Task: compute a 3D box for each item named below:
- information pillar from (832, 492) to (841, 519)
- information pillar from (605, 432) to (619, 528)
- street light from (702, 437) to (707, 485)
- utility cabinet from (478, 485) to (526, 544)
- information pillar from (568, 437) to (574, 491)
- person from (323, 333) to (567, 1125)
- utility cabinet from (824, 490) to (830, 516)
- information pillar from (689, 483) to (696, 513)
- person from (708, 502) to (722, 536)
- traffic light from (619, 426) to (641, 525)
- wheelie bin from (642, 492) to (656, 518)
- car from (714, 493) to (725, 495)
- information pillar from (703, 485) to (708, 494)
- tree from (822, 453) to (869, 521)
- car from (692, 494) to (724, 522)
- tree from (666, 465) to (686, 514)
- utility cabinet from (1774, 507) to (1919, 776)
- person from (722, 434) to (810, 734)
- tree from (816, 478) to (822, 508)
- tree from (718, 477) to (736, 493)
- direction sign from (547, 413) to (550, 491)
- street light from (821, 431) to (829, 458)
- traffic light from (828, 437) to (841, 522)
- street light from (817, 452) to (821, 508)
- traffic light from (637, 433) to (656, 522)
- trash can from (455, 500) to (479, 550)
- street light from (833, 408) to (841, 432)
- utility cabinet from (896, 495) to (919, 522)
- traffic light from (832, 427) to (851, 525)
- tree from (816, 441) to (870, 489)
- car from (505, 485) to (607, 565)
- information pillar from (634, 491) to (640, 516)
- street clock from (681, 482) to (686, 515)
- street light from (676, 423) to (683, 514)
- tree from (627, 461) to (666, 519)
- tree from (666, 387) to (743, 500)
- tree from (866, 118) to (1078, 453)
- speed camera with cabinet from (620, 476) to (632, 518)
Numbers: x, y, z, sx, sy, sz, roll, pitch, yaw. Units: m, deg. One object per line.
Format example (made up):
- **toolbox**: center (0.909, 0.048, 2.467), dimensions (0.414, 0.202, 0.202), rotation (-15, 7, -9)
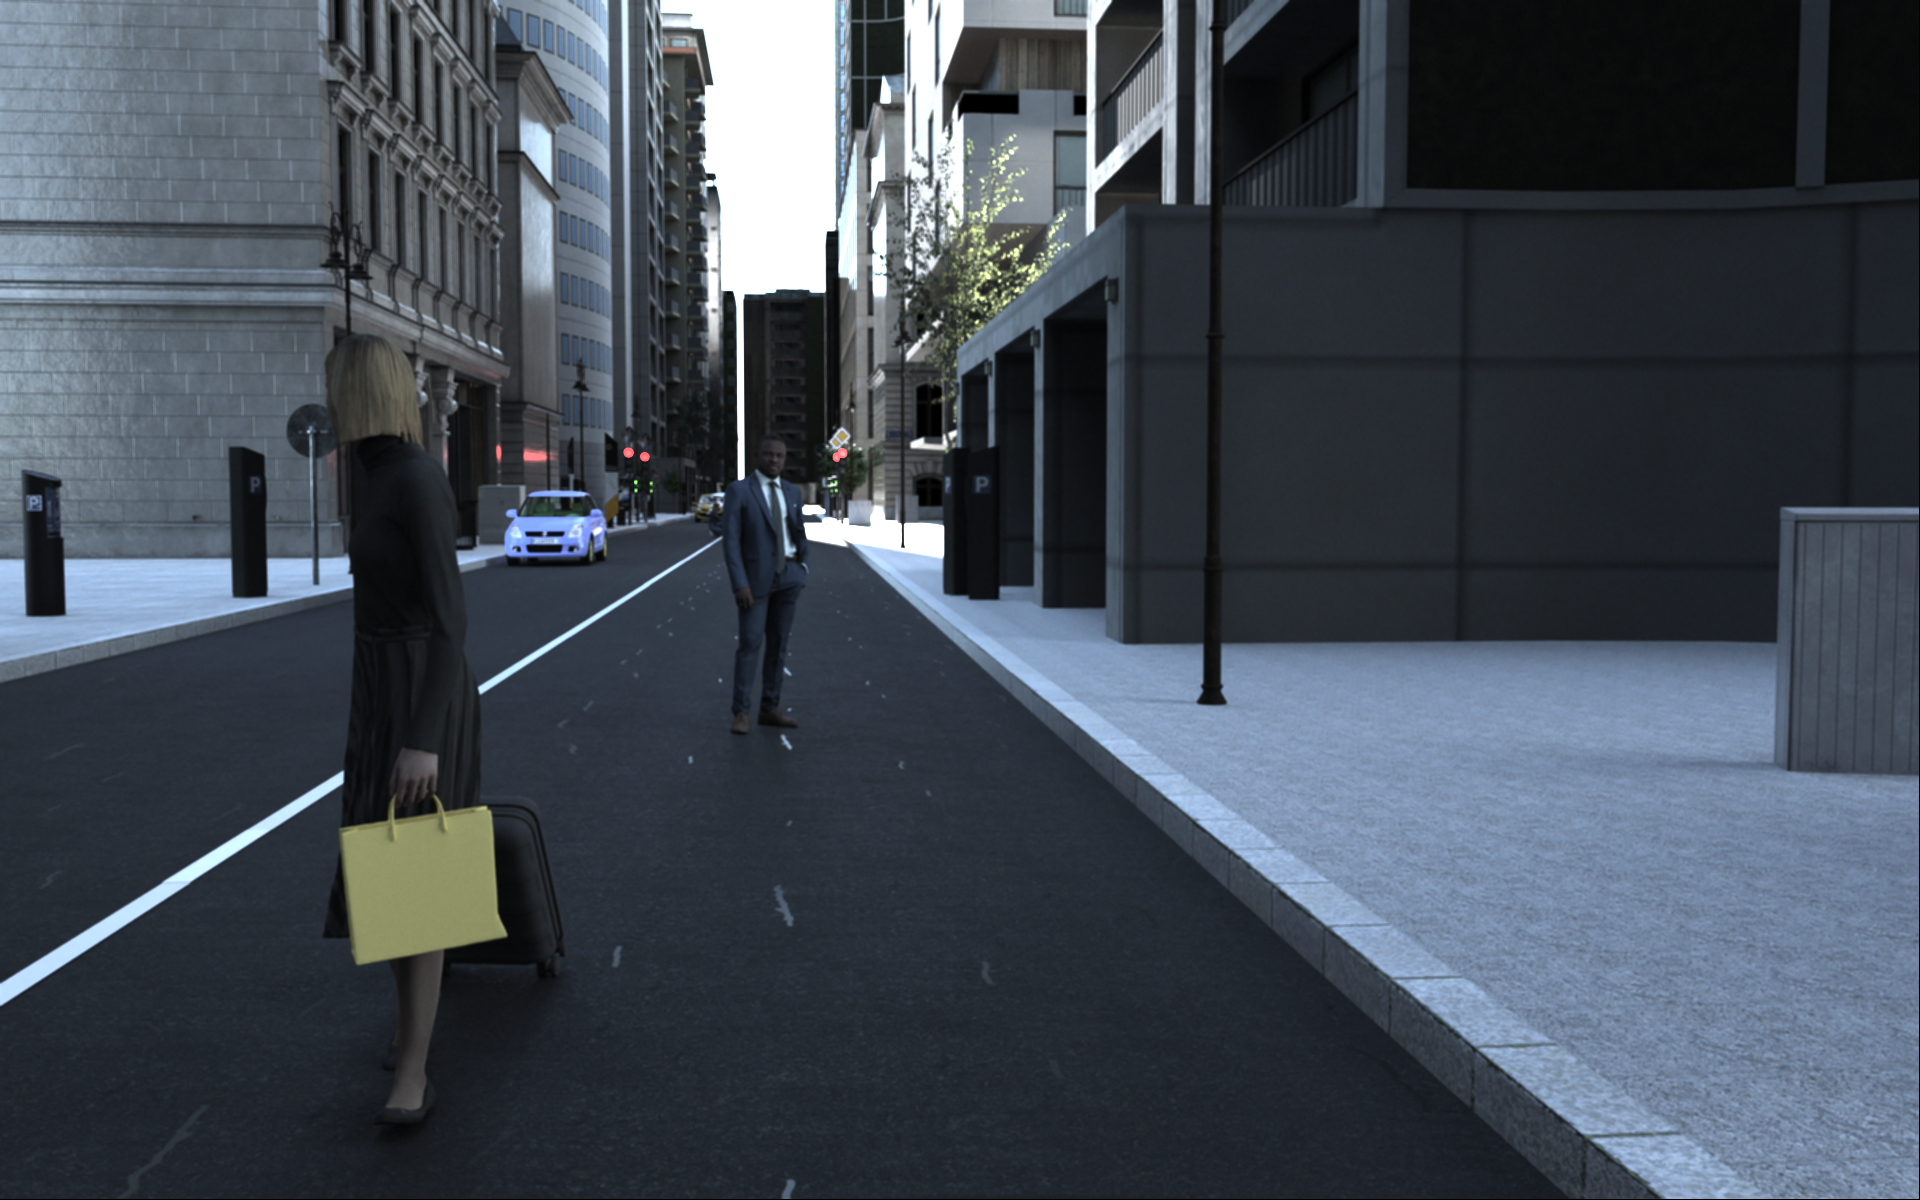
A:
- **information pillar**: center (-6.267, -5.101, 87.888), dimensions (0.304, 2.012, 0.304), rotation (2, 4, 30)
- **information pillar**: center (-13.168, -4.530, 65.414), dimensions (0.504, 3.616, 0.183), rotation (-1, 4, -14)
- **street light**: center (-20.821, -10.282, 140.900), dimensions (0.468, 5.910, 1.993), rotation (0, 4, -6)
- **utility cabinet**: center (-11.535, -2.136, 43.608), dimensions (1.173, 1.500, 0.318), rotation (1, 4, 15)
- **information pillar**: center (-16.065, -4.905, 71.549), dimensions (0.183, 3.616, 0.504), rotation (-2, 4, -32)
- **person**: center (-1.306, 0.261, 4.451), dimensions (0.699, 1.804, 1.509), rotation (0, 4, 5)
- **utility cabinet**: center (-7.346, -5.476, 98.203), dimensions (0.318, 1.500, 1.173), rotation (-2, 4, -25)
- **information pillar**: center (-18.059, -6.879, 116.958), dimensions (0.304, 2.012, 0.304), rotation (-3, 4, -37)
- **person**: center (-8.166, -2.734, 58.706), dimensions (0.738, 1.151, 1.012), rotation (0, 4, -7)
- **traffic light**: center (-13.593, -5.041, 71.335), dimensions (0.839, 4.253, 0.868), rotation (0, 4, -6)
- **wheelie bin**: center (-16.988, -5.307, 94.683), dimensions (0.693, 1.594, 0.980), rotation (-2, 4, -24)
- **car**: center (-14.457, -5.852, 105.264), dimensions (1.945, 1.707, 3.694), rotation (0, 4, -6)
- **information pillar**: center (-19.987, -8.038, 135.907), dimensions (0.304, 2.012, 0.304), rotation (1, 4, 21)
- **tree**: center (-5.372, -5.363, 82.279), dimensions (1.663, 3.219, 1.824), rotation (0, 3, 0)
- **car**: center (-12.820, -4.853, 89.564), dimensions (2.015, 1.641, 3.980), rotation (0, 4, -7)
- **tree**: center (-18.764, -7.289, 113.773), dimensions (1.663, 3.219, 1.824), rotation (0, 3, 0)
- **utility cabinet**: center (4.354, 0.194, 7.994), dimensions (1.020, 1.237, 0.306), rotation (1, 4, 12)
- **person**: center (-1.209, -0.120, 10.650), dimensions (0.419, 1.800, 0.721), rotation (3, 5, 44)
- **tree**: center (-8.491, -7.341, 114.625), dimensions (1.663, 3.219, 1.824), rotation (0, 3, 0)
- **tree**: center (-26.419, -12.237, 194.682), dimensions (1.663, 3.219, 1.824), rotation (0, 3, 0)
- **direction sign**: center (-11.555, -3.465, 48.645), dimensions (0.379, 3.537, 0.876), rotation (-1, 4, -12)
- **street light**: center (-9.510, -9.236, 123.799), dimensions (0.468, 5.910, 1.993), rotation (0, 4, -6)
- **traffic light**: center (-5.705, -5.579, 80.145), dimensions (0.839, 4.253, 0.868), rotation (0, 4, -6)
- **street light**: center (-12.450, -11.093, 154.152), dimensions (0.468, 5.910, 1.993), rotation (0, 4, -6)
- **traffic light**: center (-14.373, -5.527, 79.282), dimensions (0.839, 4.253, 0.868), rotation (0, 4, -6)
- **trash can**: center (-11.428, -1.721, 39.793), dimensions (0.748, 1.137, 0.748), rotation (0, 3, 0)
- **street light**: center (-6.613, -7.364, 93.191), dimensions (0.468, 5.910, 1.993), rotation (0, 4, -6)
- **utility cabinet**: center (-2.440, -4.202, 79.859), dimensions (1.020, 1.237, 0.306), rotation (-1, 4, -20)
- **traffic light**: center (-4.925, -5.093, 72.198), dimensions (0.839, 4.253, 0.868), rotation (0, 4, -6)
- **tree**: center (-6.781, -7.182, 101.140), dimensions (4.285, 4.588, 4.351), rotation (0, 3, 0)
- **car**: center (-8.351, -1.611, 35.938), dimensions (1.945, 1.707, 3.694), rotation (0, 4, -5)
- **information pillar**: center (-18.555, -5.802, 99.361), dimensions (0.304, 2.012, 0.304), rotation (0, 4, -4)
- **street clock**: center (-17.160, -6.301, 107.588), dimensions (0.358, 2.002, 0.471), rotation (-1, 4, -19)
- **street light**: center (-17.897, -8.426, 110.545), dimensions (0.468, 5.910, 1.993), rotation (0, 4, -6)
- **tree**: center (-16.225, -5.753, 88.657), dimensions (1.663, 3.219, 1.824), rotation (0, 3, 0)
- **tree**: center (-22.273, -13.136, 149.178), dimensions (8.767, 10.594, 7.601), rotation (2, 4, 27)
- **tree**: center (0.151, -5.179, 35.047), dimensions (4.360, 8.622, 3.978), rotation (0, 3, 0)
- **speed camera with cabinet**: center (-17.601, -5.900, 90.798), dimensions (0.660, 3.252, 2.038), rotation (-1, 4, -18)
